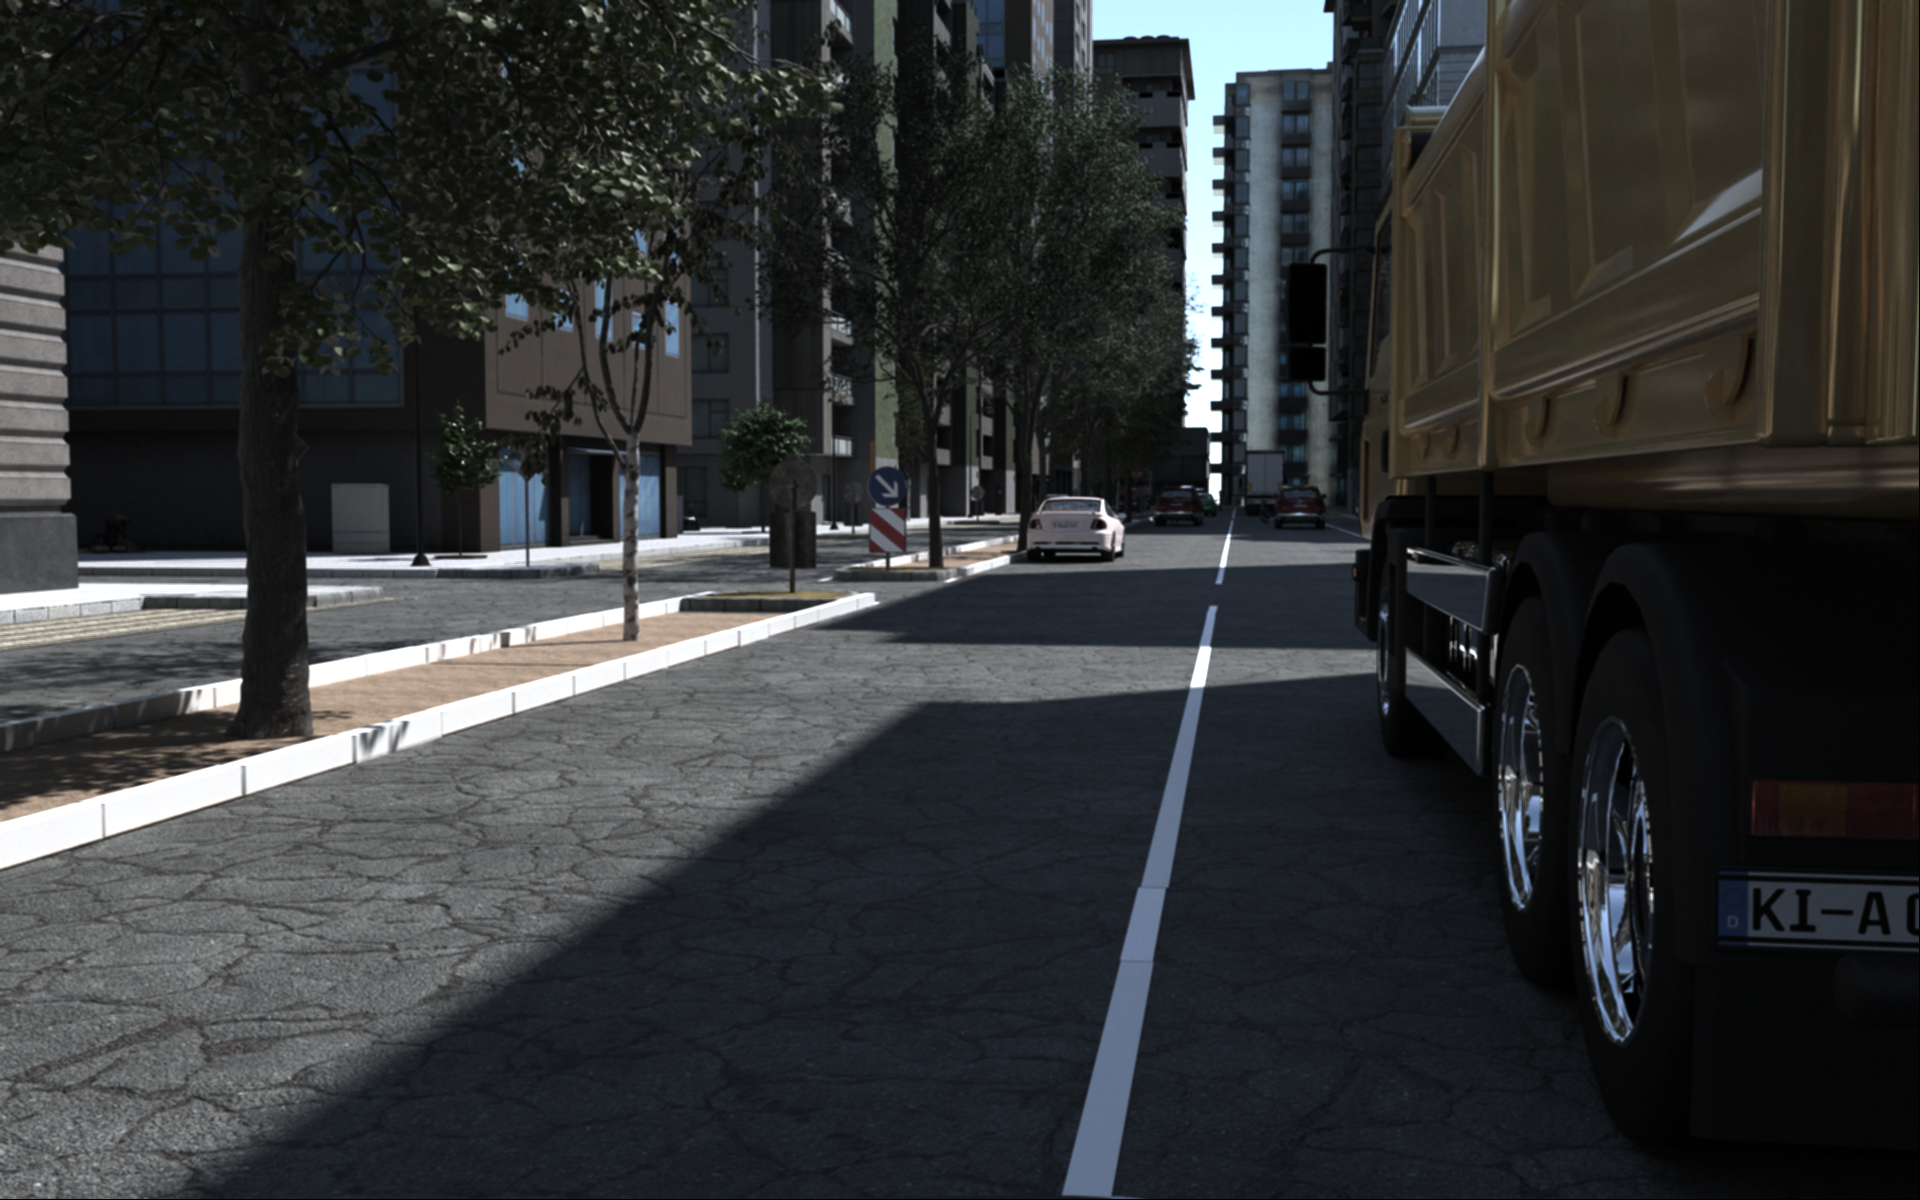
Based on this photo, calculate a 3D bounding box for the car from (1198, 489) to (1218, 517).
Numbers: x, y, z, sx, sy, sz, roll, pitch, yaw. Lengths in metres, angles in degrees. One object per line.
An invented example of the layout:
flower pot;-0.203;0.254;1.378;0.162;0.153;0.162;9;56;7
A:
car;15.573;-6.268;111.283;1.959;1.807;4.718;1;4;11

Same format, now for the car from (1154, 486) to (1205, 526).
car;9.999;-4.294;78.881;2.281;1.827;5.304;1;4;10

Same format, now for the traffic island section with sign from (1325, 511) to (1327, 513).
traffic island section with sign;26.144;-7.320;128.311;1.989;1.847;2.006;1;4;9

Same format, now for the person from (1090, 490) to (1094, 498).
person;10.392;-7.725;135.541;0.721;1.736;1.217;0;4;-6

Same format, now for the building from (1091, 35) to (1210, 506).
building;15.287;-37.496;202.301;27.495;52.752;28.713;1;4;9

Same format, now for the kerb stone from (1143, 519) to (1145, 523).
kerb stone;8.758;-3.790;84.160;0.120;0.150;1.000;1;4;9

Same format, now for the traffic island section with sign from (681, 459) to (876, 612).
traffic island section with sign;-2.282;-0.846;21.961;2.006;1.907;1.989;1;4;9

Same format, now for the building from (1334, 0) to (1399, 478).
building;40.603;-29.229;132.515;22.147;44.769;28.867;1;4;9

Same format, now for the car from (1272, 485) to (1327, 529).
car;14.178;-3.895;72.355;2.281;1.827;5.304;1;4;10

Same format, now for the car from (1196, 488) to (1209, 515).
car;15.916;-6.676;117.825;2.281;1.827;5.304;1;4;8

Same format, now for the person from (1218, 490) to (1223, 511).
person;21.947;-8.324;145.315;0.721;1.743;1.217;1;4;15

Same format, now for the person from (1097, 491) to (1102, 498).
person;12.409;-8.851;153.927;0.721;1.735;1.217;-1;4;-18

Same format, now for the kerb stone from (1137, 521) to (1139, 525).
kerb stone;7.948;-3.479;79.079;0.120;0.150;1.000;1;4;9

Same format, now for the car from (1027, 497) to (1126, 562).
car;2.585;-1.578;38.162;2.083;1.381;4.827;1;4;10

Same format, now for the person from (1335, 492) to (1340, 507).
person;39.140;-10.416;179.715;0.530;1.710;0.541;-1;4;-8

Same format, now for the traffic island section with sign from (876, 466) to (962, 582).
traffic island section with sign;-1.098;-1.293;29.274;2.006;1.907;1.989;1;4;9

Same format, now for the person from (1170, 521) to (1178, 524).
person;10.446;-4.623;84.294;0.606;1.804;0.583;-2;4;-29

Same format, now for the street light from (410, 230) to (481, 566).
street light;-9.094;-3.554;30.657;1.470;5.913;1.316;1;4;9

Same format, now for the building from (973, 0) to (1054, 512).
building;-0.785;-29.196;127.470;14.600;45.320;14.200;1;4;9

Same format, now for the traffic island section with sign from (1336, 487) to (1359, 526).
traffic island section with sign;18.293;-4.331;79.436;1.989;1.847;2.006;1;4;9

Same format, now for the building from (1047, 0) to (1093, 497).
building;2.005;-44.745;169.824;20.611;71.187;20.563;1;4;9

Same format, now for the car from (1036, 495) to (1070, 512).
car;4.981;-4.750;89.662;2.014;1.417;4.499;1;4;9

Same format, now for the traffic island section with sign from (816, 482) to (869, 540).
traffic island section with sign;-3.445;-2.831;54.916;1.989;1.847;2.006;1;4;9

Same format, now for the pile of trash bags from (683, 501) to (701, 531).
pile of trash bags;-10.709;-3.050;59.620;1.912;1.369;3.447;3;4;38

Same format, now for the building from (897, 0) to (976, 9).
building;-6.913;-19.776;95.044;14.160;30.474;14.107;1;4;9

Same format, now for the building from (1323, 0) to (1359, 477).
building;48.582;-34.911;160.033;28.713;52.752;27.495;1;4;9

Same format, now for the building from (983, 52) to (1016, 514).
building;-4.211;-20.883;113.142;14.160;30.474;14.107;1;4;9

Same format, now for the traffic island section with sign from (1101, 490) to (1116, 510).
traffic island section with sign;13.335;-9.216;159.311;1.989;1.847;2.006;1;4;9

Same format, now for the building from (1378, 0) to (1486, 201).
building;27.527;-18.854;85.752;11.434;29.767;29.804;1;4;9

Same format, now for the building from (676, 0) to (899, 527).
building;-10.850;-23.817;73.009;14.154;41.232;14.086;1;4;9

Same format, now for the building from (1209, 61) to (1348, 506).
building;43.629;-35.147;194.262;30.456;49.044;23.786;1;4;9

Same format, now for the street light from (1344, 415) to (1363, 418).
street light;23.254;-7.900;101.712;1.470;5.913;1.316;1;4;9

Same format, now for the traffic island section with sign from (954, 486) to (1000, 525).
traffic island section with sign;0.833;-4.460;81.552;1.989;1.847;2.006;1;4;9

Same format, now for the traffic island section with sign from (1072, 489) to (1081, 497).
traffic island section with sign;8.884;-7.521;131.597;1.989;1.847;2.006;1;4;9

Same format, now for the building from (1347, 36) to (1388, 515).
building;32.378;-20.842;112.462;14.160;30.474;14.107;1;4;9

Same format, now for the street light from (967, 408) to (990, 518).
street light;1.097;-7.427;93.974;1.470;5.913;1.316;1;4;9

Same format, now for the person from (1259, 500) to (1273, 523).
person;14.974;-4.311;84.491;0.738;1.151;1.012;3;4;38

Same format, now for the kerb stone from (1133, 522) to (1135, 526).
kerb stone;7.463;-3.294;76.045;0.120;0.150;1.000;1;4;9

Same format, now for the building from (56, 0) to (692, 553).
building;-15.837;-24.089;43.963;14.600;45.320;14.200;1;4;9

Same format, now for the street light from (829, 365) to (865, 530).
street light;-3.999;-5.481;62.151;1.470;5.913;1.316;1;4;9

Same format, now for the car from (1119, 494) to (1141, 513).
car;13.170;-7.654;134.934;2.009;1.686;4.222;0;4;8

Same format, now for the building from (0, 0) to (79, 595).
building;-21.880;-11.665;19.609;19.941;23.489;11.050;1;4;9

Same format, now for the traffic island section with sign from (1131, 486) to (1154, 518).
traffic island section with sign;10.814;-5.831;103.466;2.006;1.907;1.989;1;4;9
